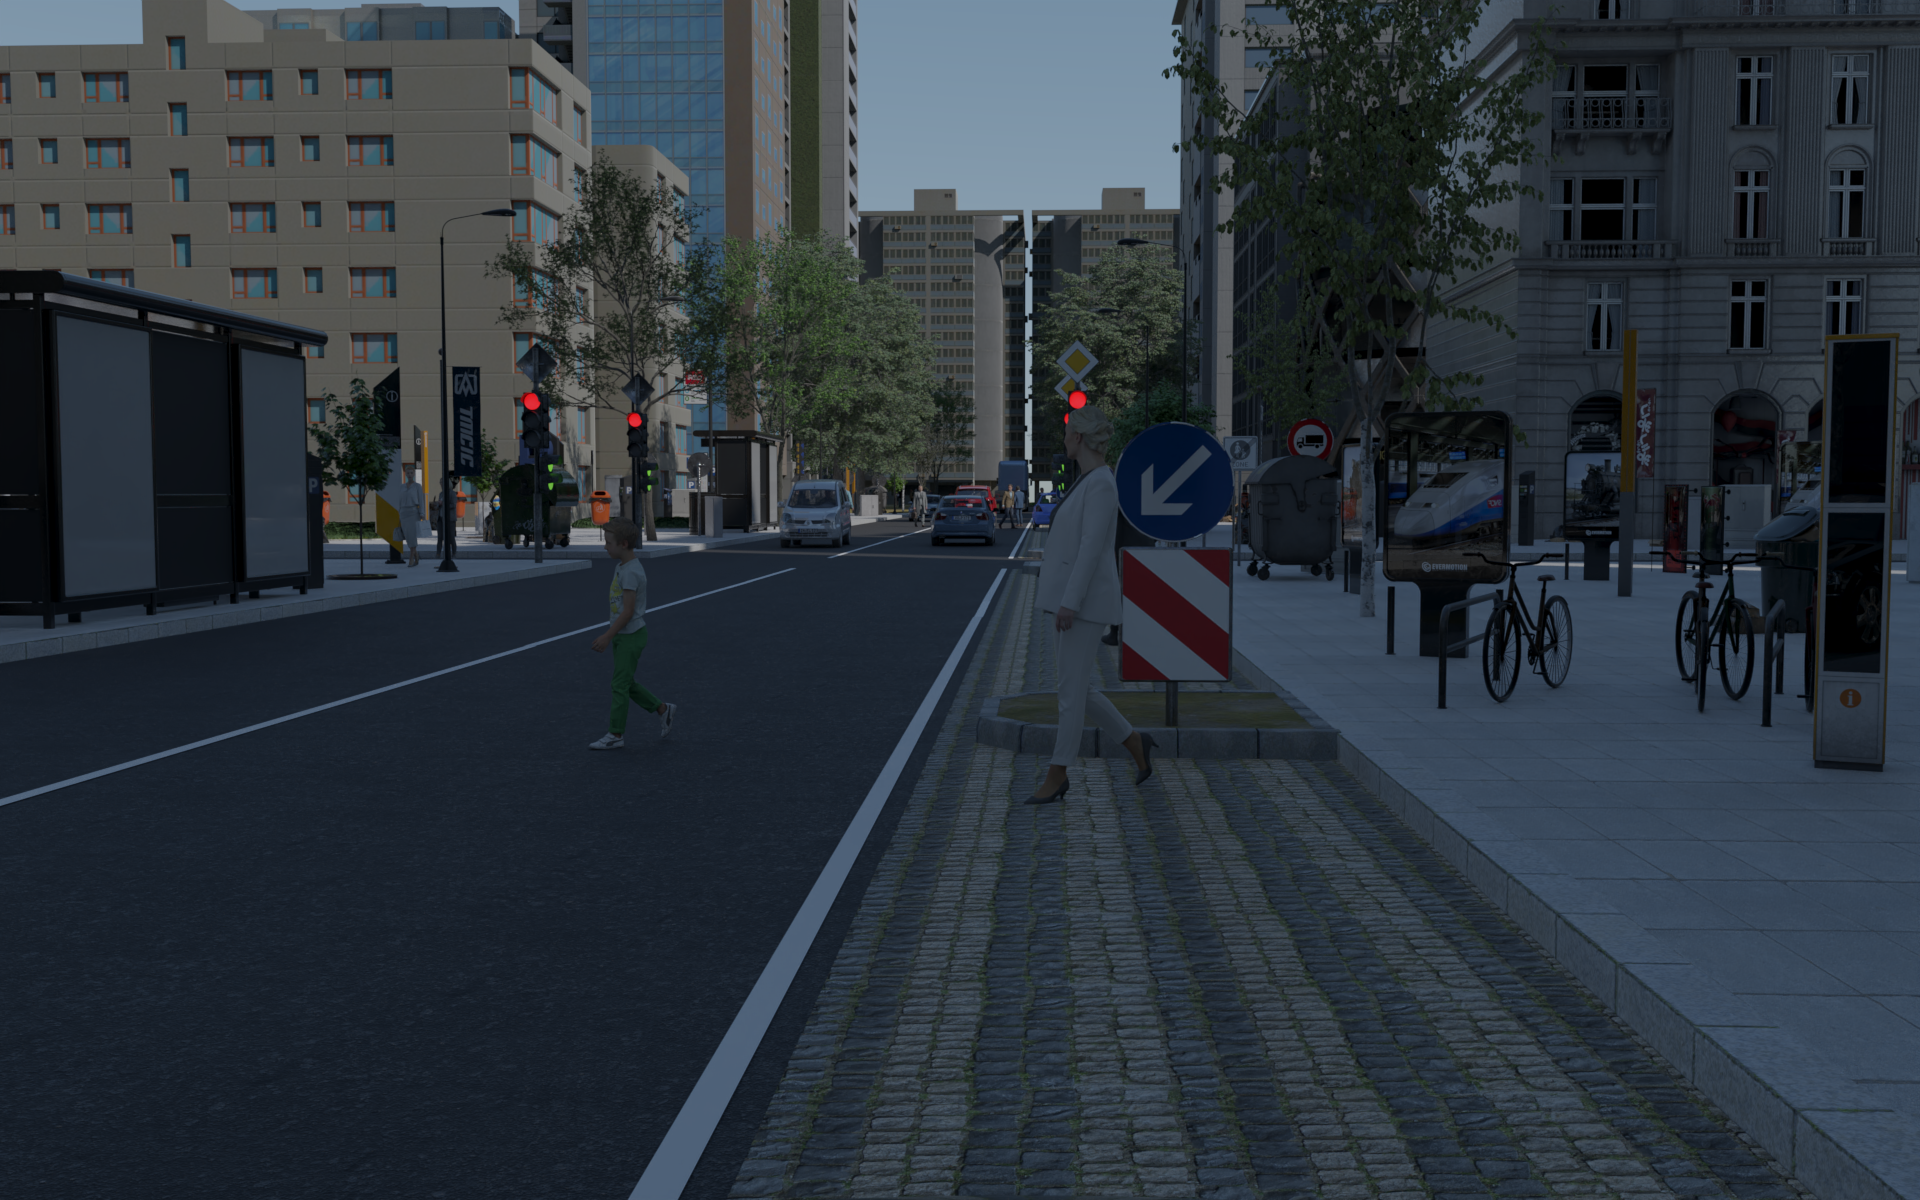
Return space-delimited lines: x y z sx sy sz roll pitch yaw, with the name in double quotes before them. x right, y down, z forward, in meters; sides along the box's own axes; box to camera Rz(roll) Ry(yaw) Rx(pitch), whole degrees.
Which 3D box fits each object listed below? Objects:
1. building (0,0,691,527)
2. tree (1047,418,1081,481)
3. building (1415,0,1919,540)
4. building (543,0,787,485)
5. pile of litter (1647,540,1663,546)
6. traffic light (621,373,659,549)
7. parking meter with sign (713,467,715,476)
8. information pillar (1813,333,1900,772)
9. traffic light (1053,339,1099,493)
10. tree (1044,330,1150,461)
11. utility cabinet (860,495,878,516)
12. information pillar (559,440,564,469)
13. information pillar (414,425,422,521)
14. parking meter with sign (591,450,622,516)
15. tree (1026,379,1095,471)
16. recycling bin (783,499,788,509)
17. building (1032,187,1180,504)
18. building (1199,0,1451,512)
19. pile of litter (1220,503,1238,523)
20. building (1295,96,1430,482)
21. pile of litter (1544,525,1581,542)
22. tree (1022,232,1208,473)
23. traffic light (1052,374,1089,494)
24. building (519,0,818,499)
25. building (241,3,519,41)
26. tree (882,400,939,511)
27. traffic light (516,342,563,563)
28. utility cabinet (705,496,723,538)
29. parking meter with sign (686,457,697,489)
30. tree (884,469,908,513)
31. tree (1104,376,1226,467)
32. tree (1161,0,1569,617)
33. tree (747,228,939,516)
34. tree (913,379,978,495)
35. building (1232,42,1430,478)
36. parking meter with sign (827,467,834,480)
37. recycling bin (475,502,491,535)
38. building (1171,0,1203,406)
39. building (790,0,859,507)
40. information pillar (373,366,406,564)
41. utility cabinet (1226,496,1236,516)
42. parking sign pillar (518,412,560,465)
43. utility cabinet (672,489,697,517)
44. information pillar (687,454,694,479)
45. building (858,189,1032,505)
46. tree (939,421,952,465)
"building" -29.317 -14.442 81.168 27.650 21.520 28.899 0 4 3
"tree" 13.277 -16.714 191.392 7.486 12.596 7.792 0 3 0
"building" 27.395 -12.940 53.377 24.055 21.916 13.314 0 4 3
"building" -20.303 -28.894 122.535 14.600 45.320 14.200 0 4 3
"pile of litter" 17.405 -1.730 42.243 1.176 0.858 1.719 1 4 20
"traffic light" -7.431 -3.131 40.105 0.839 4.253 0.868 0 4 3
"parking meter with sign" -16.029 -7.169 113.479 0.543 3.016 1.738 0 4 2
"information pillar" 4.190 -0.222 8.115 0.304 2.012 0.304 2 4 26
"traffic light" 2.122 -2.614 31.652 0.839 4.253 0.868 0 4 3
"tree" 8.727 -11.046 106.361 9.928 11.665 9.643 0 3 0
"utility cabinet" -5.246 -5.437 100.054 1.020 1.237 0.306 -1 4 -21
"information pillar" -15.655 -4.658 67.515 0.504 3.616 0.183 1 4 22
"information pillar" -18.325 -4.128 58.853 0.183 3.616 0.504 2 4 34
"parking meter with sign" -13.789 -4.447 68.970 1.738 3.016 0.543 -1 4 -10
"tree" 10.634 -14.828 152.805 12.009 13.543 11.850 0 3 0
"recycling bin" -8.415 -4.423 84.869 0.722 1.027 0.722 -1 4 -22
"building" 20.835 -32.445 222.354 23.993 40.220 32.217 0 4 3
"building" 29.793 -36.438 137.754 21.231 58.520 28.212 0 4 3
"pile of litter" 12.278 -3.957 78.670 1.176 0.858 1.719 2 4 32
"building" 24.210 -13.094 81.547 16.820 18.784 16.811 0 4 3
"pile of litter" 16.567 -1.982 46.375 1.719 0.858 1.176 1 4 20
"tree" 7.544 -10.961 85.865 9.857 13.997 8.962 0 3 0
"traffic light" 2.518 -3.101 39.628 0.839 4.253 0.868 0 4 3
"building" -22.285 -42.874 139.238 20.563 71.187 20.611 0 4 3
"building" -55.009 -33.817 172.517 30.456 49.044 23.786 0 4 3
"tree" -4.193 -10.892 128.441 4.360 8.622 3.978 0 3 0
"traffic light" -7.828 -2.643 32.130 0.839 4.253 0.868 0 4 3
"utility cabinet" -7.288 -2.457 51.331 0.306 1.237 1.020 -1 4 -22
"parking meter with sign" -12.611 -5.199 81.264 0.543 3.016 1.738 0 4 -4
"tree" -4.573 -7.645 119.593 1.663 3.219 1.824 0 3 0
"tree" 5.749 -3.936 48.072 4.285 4.588 4.351 0 3 0
"tree" 4.191 -4.117 17.670 4.737 8.622 4.395 0 3 0
"tree" -5.768 -10.782 82.944 9.857 13.997 8.962 0 3 0
"tree" -2.140 -14.136 156.876 9.928 11.665 9.643 0 3 0
"building" 24.231 -18.854 101.767 14.314 27.812 24.014 0 4 3
"parking meter with sign" -8.927 -6.989 110.524 1.738 3.016 0.543 0 4 -7
"recycling bin" -14.948 -2.588 54.870 0.722 1.027 0.722 -2 4 -24
"building" 35.497 -35.274 165.966 28.713 52.752 27.495 0 4 3
"building" -24.536 -38.538 172.100 28.212 58.520 21.231 0 4 3
"information pillar" -10.464 -2.469 31.729 0.504 3.616 0.183 -2 4 -29
"utility cabinet" 14.989 -5.256 97.101 1.020 1.237 0.306 -2 4 -26
"parking sign pillar" -13.754 -4.167 56.607 1.447 3.967 1.447 1 4 18
"utility cabinet" -12.688 -4.343 79.685 1.173 1.500 0.318 1 4 10
"information pillar" -15.849 -6.750 101.709 0.504 3.616 0.183 3 4 37
"building" -3.239 -32.500 223.261 23.993 40.220 32.217 0 4 3
"tree" -2.854 -11.357 136.049 4.360 8.622 3.978 0 3 0
